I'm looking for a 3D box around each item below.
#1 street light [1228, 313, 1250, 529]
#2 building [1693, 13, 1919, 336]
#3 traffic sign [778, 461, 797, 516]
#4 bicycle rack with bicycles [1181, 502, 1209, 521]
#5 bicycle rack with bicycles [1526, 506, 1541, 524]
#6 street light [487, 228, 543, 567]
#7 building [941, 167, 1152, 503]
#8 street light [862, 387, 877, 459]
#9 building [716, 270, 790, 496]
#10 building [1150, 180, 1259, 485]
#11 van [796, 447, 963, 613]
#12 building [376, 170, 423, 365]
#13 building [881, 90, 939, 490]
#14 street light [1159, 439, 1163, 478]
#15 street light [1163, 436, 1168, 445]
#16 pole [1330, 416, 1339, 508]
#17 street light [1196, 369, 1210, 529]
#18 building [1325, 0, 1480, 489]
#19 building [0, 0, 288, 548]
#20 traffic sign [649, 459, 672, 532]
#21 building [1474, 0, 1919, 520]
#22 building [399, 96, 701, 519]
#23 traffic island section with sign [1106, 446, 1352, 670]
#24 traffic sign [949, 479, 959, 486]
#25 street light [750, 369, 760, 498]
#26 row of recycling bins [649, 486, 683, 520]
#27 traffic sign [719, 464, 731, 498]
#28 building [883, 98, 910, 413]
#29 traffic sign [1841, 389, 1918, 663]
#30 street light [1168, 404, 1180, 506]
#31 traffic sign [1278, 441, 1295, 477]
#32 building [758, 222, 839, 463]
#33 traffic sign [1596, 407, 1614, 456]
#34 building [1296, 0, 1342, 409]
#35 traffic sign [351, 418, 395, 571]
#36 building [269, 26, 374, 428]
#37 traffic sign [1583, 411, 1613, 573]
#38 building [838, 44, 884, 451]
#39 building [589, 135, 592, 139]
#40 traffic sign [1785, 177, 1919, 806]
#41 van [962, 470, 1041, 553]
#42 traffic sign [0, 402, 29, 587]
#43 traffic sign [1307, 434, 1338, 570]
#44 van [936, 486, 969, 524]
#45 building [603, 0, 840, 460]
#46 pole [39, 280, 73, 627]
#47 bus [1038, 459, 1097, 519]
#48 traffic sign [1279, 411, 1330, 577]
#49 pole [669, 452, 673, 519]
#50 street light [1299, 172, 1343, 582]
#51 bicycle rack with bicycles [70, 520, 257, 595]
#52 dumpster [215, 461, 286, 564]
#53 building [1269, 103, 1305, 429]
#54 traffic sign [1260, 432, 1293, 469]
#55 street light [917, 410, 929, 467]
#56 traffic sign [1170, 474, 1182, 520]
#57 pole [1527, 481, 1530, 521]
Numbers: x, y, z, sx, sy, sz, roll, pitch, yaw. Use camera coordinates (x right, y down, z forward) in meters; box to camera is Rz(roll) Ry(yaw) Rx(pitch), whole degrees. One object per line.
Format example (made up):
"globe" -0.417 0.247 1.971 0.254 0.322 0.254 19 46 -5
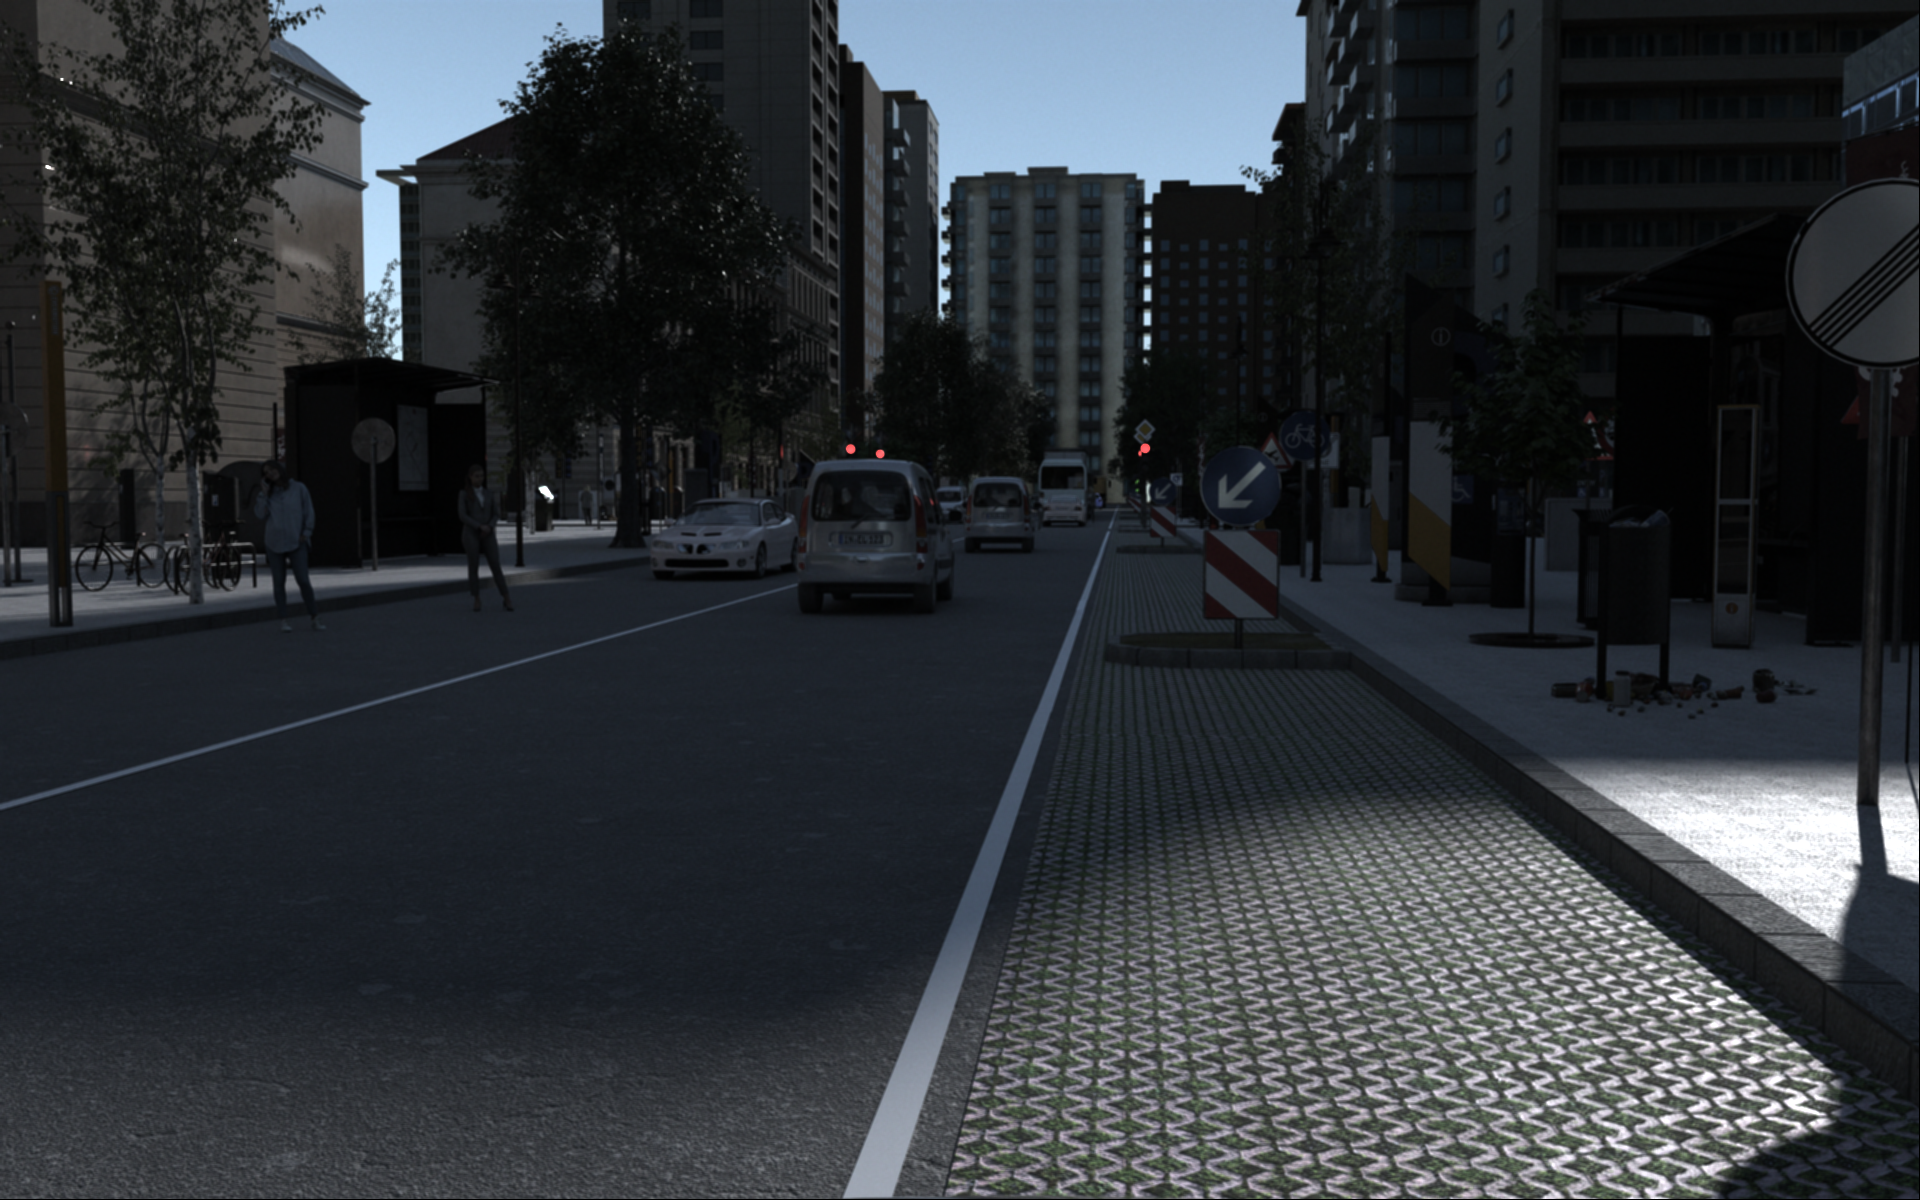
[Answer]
"street light" 7.108 -4.373 44.286 0.468 5.910 1.993 0 4 5
"building" 30.575 -43.913 30.652 22.319 86.520 31.000 0 4 5
"traffic sign" -6.560 -4.023 65.883 0.768 2.556 0.104 1 4 12
"bicycle rack with bicycles" 11.793 -4.120 80.742 2.925 0.926 2.852 -2 4 -33
"bicycle rack with bicycles" 20.067 -2.759 58.486 2.852 0.926 2.925 3 5 43
"street light" -7.770 -3.524 30.409 0.468 5.910 1.993 0 4 5
"building" 12.914 -38.931 256.125 30.456 49.044 23.786 0 4 5
"street light" -3.836 -6.185 73.912 0.468 5.910 1.993 0 4 5
"building" -18.740 -15.609 119.829 10.561 19.102 19.286 0 4 5
"building" 34.720 -36.667 249.620 14.200 45.320 14.600 0 4 5
"van" -1.013 -0.930 22.212 2.013 2.044 4.112 0 4 4
"building" -49.035 -31.053 199.600 23.993 40.220 32.217 0 4 5
"building" -17.482 -43.730 256.987 28.212 58.520 21.231 0 4 5
"street light" 14.887 -9.487 127.896 0.468 5.910 1.993 0 4 5
"street light" 13.111 -8.282 108.199 0.468 5.910 1.993 0 4 5
"pole" 9.806 -3.150 45.347 0.158 3.312 0.155 0 3 0
"street light" 8.945 -5.574 63.918 0.468 5.910 1.993 0 4 5
"building" 37.469 -30.569 119.416 23.786 49.044 30.456 0 4 5
"building" -33.222 -15.310 47.575 25.104 27.353 12.463 0 4 5
"traffic sign" -9.845 -3.409 56.928 0.795 2.450 0.064 1 4 10
"building" 39.384 -28.685 92.699 21.600 48.544 21.300 0 4 5
"building" -21.982 -16.084 99.134 11.583 22.565 21.152 0 4 5
"traffic island section with sign" 2.273 -0.391 15.027 1.989 1.847 2.006 0 4 5
"traffic sign" -0.381 -6.619 110.346 0.606 2.300 0.079 1 4 10
"street light" -5.974 -4.704 49.692 0.468 5.910 1.993 0 4 5
"row of recycling bins" -14.677 -4.848 86.380 3.534 1.692 1.069 -2 4 -26
"traffic sign" -8.128 -3.498 59.328 0.606 2.300 0.079 1 4 13
"building" -21.488 -35.528 200.484 30.456 49.044 23.786 0 4 5
"traffic sign" 7.130 -0.803 13.125 0.884 2.594 0.081 1 4 12
"street light" 11.011 -7.080 88.553 0.468 5.910 1.993 0 4 5
"traffic sign" 7.617 -2.524 41.379 0.768 2.556 0.104 1 4 9
"building" -16.783 -18.978 139.175 11.050 23.489 19.941 0 4 5
"traffic sign" 9.463 -1.508 24.769 0.768 2.556 0.104 0 4 7
"building" 47.089 -35.039 162.119 28.713 52.752 27.495 0 4 5
"traffic sign" -9.800 -1.763 28.927 0.768 2.556 0.104 0 4 6
"building" -45.563 -19.061 97.558 20.117 28.700 13.634 0 4 5
"traffic sign" 9.873 -1.665 27.234 0.884 2.594 0.081 1 4 11
"building" -15.621 -32.260 177.558 14.600 45.320 14.200 0 4 5
"building" -45.492 -43.943 260.462 28.212 58.520 21.231 0 4 5
"traffic sign" 3.756 -0.427 7.088 0.768 2.556 0.104 1 4 13
"van" 1.024 -2.237 43.594 2.013 2.044 4.112 0 4 4
"traffic sign" -13.205 -1.458 23.945 0.768 2.556 0.104 1 4 13
"traffic sign" 6.035 -1.645 29.021 0.606 2.300 0.079 1 4 12
"van" -0.491 -4.731 84.366 2.013 2.044 4.112 0 4 7
"building" -19.828 -44.126 159.712 20.563 71.187 20.611 0 4 5
"pole" -8.708 -1.397 16.681 0.158 3.312 0.155 0 3 0
"bus" 6.112 -6.309 98.011 2.948 3.499 13.247 0 4 6
"traffic sign" 5.281 -1.620 26.601 0.768 2.556 0.104 0 4 6
"pole" -12.711 -5.031 76.096 0.158 3.312 0.155 0 3 0
"street light" 5.233 -3.210 25.272 0.468 5.910 1.993 0 4 5
"bicycle rack with bicycles" -10.558 -0.601 23.215 2.852 0.926 2.925 1 4 11
"dumpster" -12.323 -1.541 30.954 1.264 1.857 1.865 0 4 5
"building" 45.948 -32.833 191.437 22.147 44.769 28.867 0 4 5
"traffic sign" 6.512 -2.218 36.271 0.884 2.594 0.081 1 4 9
"street light" -1.985 -7.346 92.900 0.468 5.910 1.993 0 4 5
"traffic sign" 10.749 -5.137 86.114 0.606 2.300 0.079 1 4 12
"pole" 26.083 -5.246 79.621 0.158 3.312 0.155 0 3 0
